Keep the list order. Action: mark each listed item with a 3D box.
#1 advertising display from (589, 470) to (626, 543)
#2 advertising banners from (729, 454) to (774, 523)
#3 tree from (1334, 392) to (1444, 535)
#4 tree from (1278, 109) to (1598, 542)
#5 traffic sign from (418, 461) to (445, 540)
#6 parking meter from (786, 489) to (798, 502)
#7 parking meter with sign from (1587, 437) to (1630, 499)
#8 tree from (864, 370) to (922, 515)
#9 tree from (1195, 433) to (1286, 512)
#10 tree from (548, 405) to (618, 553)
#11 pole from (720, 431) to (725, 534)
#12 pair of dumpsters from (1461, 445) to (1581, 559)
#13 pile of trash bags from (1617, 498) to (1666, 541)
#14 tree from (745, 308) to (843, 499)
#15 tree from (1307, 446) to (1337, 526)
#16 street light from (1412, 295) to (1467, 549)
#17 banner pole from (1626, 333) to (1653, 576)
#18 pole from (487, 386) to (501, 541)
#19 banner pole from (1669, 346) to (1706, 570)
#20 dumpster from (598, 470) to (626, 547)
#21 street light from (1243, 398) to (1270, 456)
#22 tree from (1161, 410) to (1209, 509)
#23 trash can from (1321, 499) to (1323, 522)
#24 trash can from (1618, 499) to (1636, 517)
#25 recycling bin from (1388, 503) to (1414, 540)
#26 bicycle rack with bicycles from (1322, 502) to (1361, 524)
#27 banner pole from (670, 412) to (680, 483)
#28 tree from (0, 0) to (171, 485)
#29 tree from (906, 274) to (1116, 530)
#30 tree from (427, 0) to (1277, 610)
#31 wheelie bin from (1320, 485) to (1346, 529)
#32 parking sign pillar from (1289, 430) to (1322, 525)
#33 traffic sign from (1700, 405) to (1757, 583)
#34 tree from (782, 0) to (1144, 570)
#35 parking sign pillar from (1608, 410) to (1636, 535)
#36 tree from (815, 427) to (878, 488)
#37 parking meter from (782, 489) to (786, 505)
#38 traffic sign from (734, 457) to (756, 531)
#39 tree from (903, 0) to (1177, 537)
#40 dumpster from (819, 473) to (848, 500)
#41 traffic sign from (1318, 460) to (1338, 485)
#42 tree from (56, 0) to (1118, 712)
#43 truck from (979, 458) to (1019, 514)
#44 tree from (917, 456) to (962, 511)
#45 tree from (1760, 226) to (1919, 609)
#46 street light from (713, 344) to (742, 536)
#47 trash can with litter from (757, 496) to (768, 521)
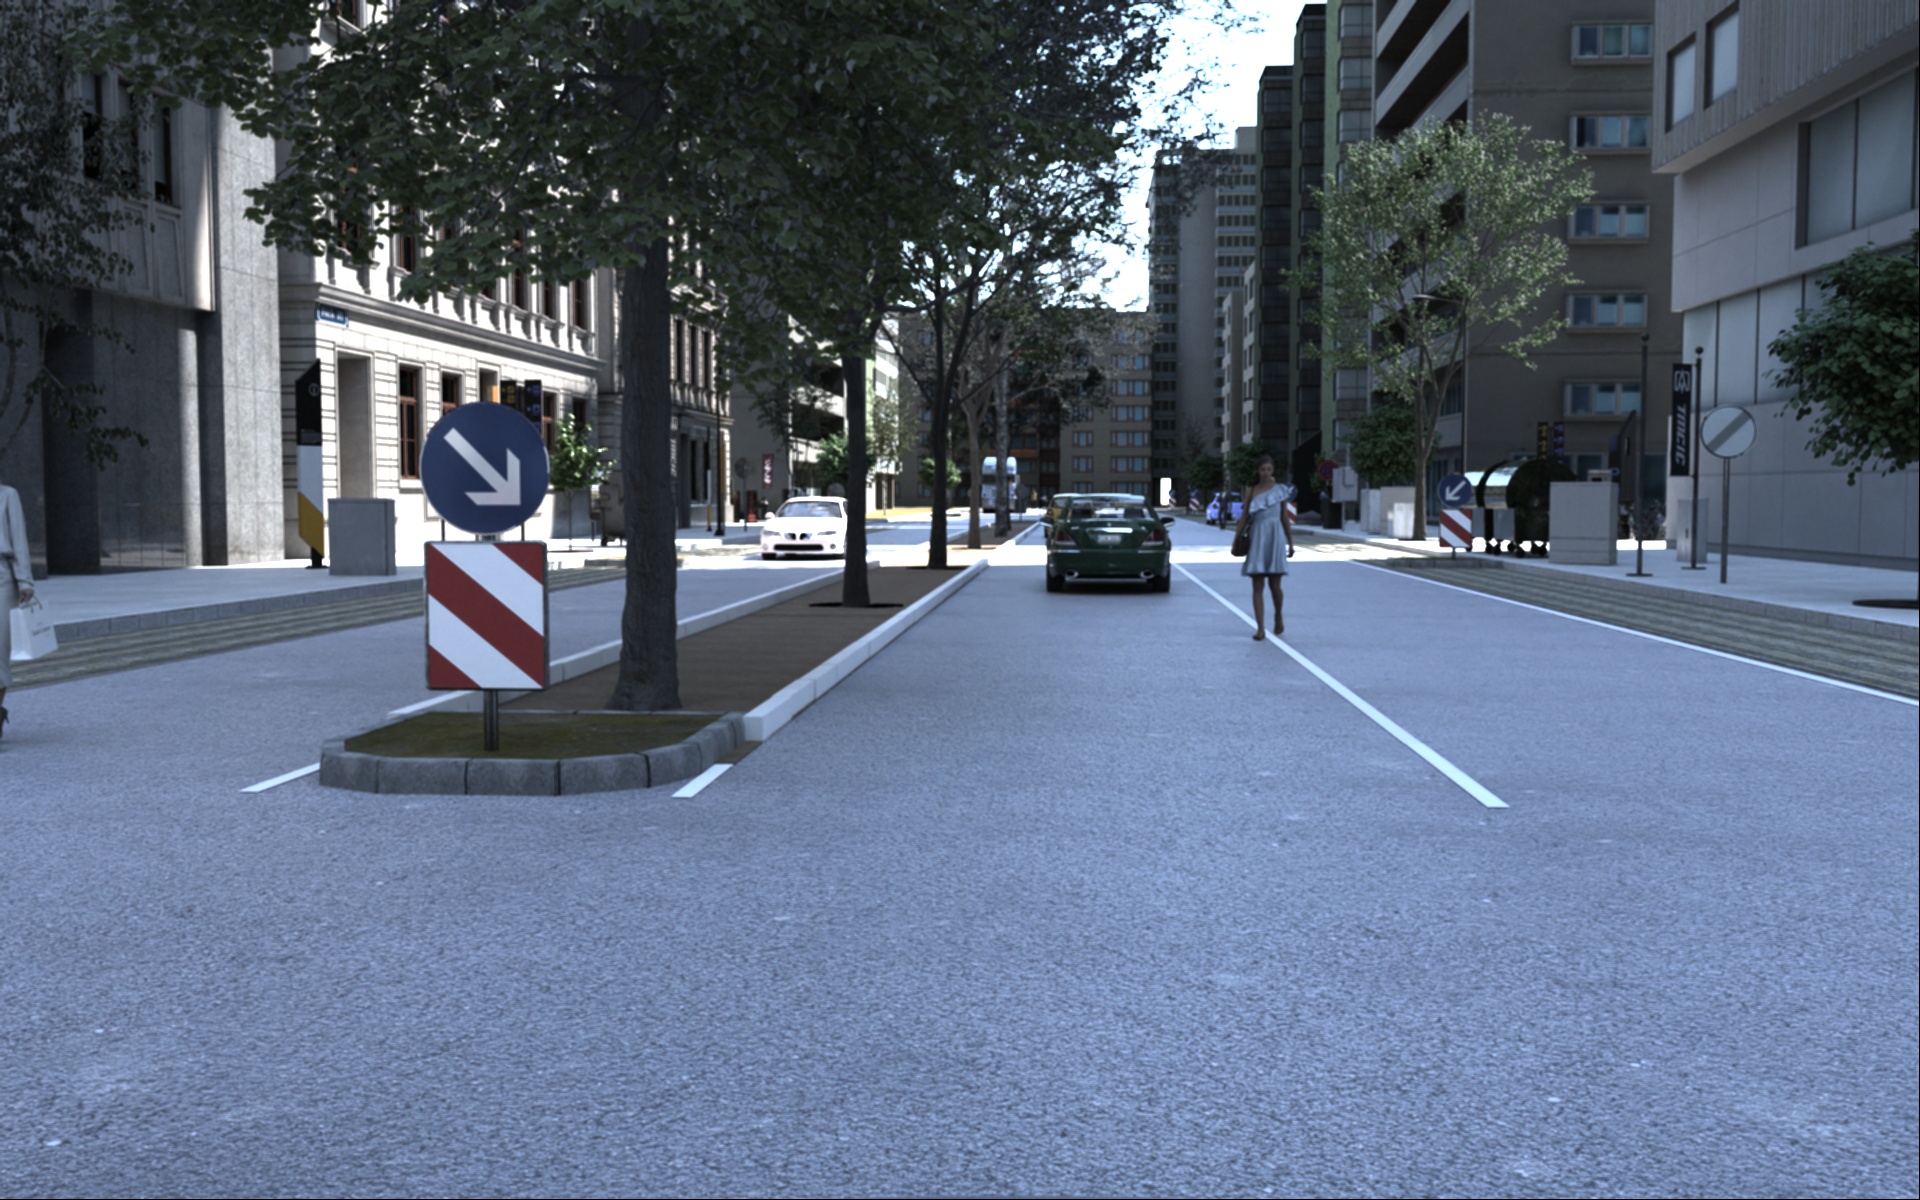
[{"bbox_3d":[-9.302,-2.482,45.788,0.974,1.923,0.123,0,4,3],"label":"advertising display"},{"bbox_3d":[-9.198,-4.898,76.266,2.074,3.025,0.090,0,4,2],"label":"advertising banners"},{"bbox_3d":[13.684,-4.376,55.269,4.285,4.588,4.351,0,3,0],"label":"tree"},{"bbox_3d":[12.640,-7.395,46.671,9.928,11.665,9.643,0,3,0],"label":"tree"},{"bbox_3d":[-8.869,-1.815,29.686,0.884,2.594,0.081,1,4,9],"label":"traffic sign"},{"bbox_3d":[-7.569,-4.323,79.098,0.372,1.533,0.369,0,3,0],"label":"parking meter"},{"bbox_3d":[19.806,-3.515,53.735,1.738,3.016,0.543,1,4,17],"label":"parking meter with sign"},{"bbox_3d":[-4.429,-9.390,103.894,4.737,8.622,4.395,0,3,0],"label":"tree"},{"bbox_3d":[15.619,-6.642,92.314,4.285,4.588,4.351,0,3,0],"label":"tree"},{"bbox_3d":[-8.558,-2.639,37.752,1.663,3.219,1.824,0,3,0],"label":"tree"},{"bbox_3d":[-7.706,-3.801,55.992,0.158,3.312,0.155,0,3,0],"label":"pole"},{"bbox_3d":[11.697,-2.072,36.368,1.574,2.255,4.437,0,4,4],"label":"pair of dumpsters"},{"bbox_3d":[18.413,-2.386,48.766,1.912,1.369,3.447,-3,5,-41],"label":"pile of trash bags"},{"bbox_3d":[-6.562,-7.186,67.854,4.360,8.622,3.978,0,3,0],"label":"tree"},{"bbox_3d":[14.592,-4.605,69.897,1.663,3.219,1.824,0,3,0],"label":"tree"},{"bbox_3d":[11.260,-4.164,40.618,1.470,5.913,1.316,0,4,4],"label":"street light"},{"bbox_3d":[10.734,-2.277,27.246,0.401,3.779,0.863,1,4,22],"label":"banner pole"},{"bbox_3d":[-8.823,-2.383,32.800,0.158,3.312,0.155,0,3,0],"label":"pole"},{"bbox_3d":[12.329,-2.407,29.375,0.863,3.779,0.401,-2,4,-27],"label":"banner pole"},{"bbox_3d":[-8.154,-2.270,42.870,1.264,1.857,1.865,0,4,4],"label":"dumpster"},{"bbox_3d":[14.318,-6.785,83.471,1.470,5.913,1.316,0,4,4],"label":"street light"},{"bbox_3d":[19.479,-12.083,147.923,4.360,8.622,3.978,0,3,0],"label":"tree"},{"bbox_3d":[16.427,-4.081,78.370,0.748,1.137,0.748,0,3,0],"label":"trash can"},{"bbox_3d":[19.384,-2.388,50.701,0.748,1.137,0.748,0,3,0],"label":"trash can"},{"bbox_3d":[12.590,-2.241,49.199,0.722,1.027,0.722,0,4,0],"label":"recycling bin"},{"bbox_3d":[16.772,-3.833,76.045,2.852,0.926,2.925,0,4,1],"label":"bicycle rack with bicycles"},{"bbox_3d":[-7.785,-3.457,46.542,0.401,3.779,0.863,-3,5,-43],"label":"banner pole"},{"bbox_3d":[-10.468,-4.171,18.553,4.360,8.622,3.978,0,3,0],"label":"tree"},{"bbox_3d":[1.918,-8.015,67.914,8.767,10.594,7.601,0,4,4],"label":"tree"},{"bbox_3d":[-1.292,-6.637,21.340,12.009,13.543,11.850,0,3,0],"label":"tree"},{"bbox_3d":[13.630,-3.400,63.490,0.980,1.594,0.693,-1,4,-17],"label":"wheelie bin"},{"bbox_3d":[14.490,-5.155,72.763,1.447,3.967,1.447,-1,4,-14],"label":"parking sign pillar"},{"bbox_3d":[10.989,-1.513,24.851,0.768,2.556,0.104,1,4,10],"label":"traffic sign"},{"bbox_3d":[-0.321,-6.373,32.405,9.928,11.665,9.643,0,3,0],"label":"tree"},{"bbox_3d":[21.094,-4.082,55.219,1.447,3.967,1.447,3,5,40],"label":"parking sign pillar"},{"bbox_3d":[-5.612,-6.176,84.685,4.285,4.588,4.351,0,3,0],"label":"tree"},{"bbox_3d":[-8.210,-4.483,81.701,0.372,1.533,0.369,0,3,0],"label":"parking meter"},{"bbox_3d":[-7.371,-3.629,59.433,0.768,2.556,0.104,0,4,8],"label":"traffic sign"},{"bbox_3d":[0.209,-12.182,57.529,12.611,20.169,13.585,0,3,0],"label":"tree"},{"bbox_3d":[-5.600,-4.670,78.843,1.502,2.255,1.985,0,4,4],"label":"dumpster"},{"bbox_3d":[13.913,-4.002,65.534,0.768,2.556,0.104,0,4,6],"label":"traffic sign"},{"bbox_3d":[-2.151,-5.565,11.576,7.486,12.596,7.792,0,3,0],"label":"tree"},{"bbox_3d":[3.303,-8.807,133.756,2.967,4.110,18.799,0,4,3],"label":"truck"},{"bbox_3d":[-1.467,-10.175,150.082,4.285,4.588,4.351,0,3,0],"label":"tree"},{"bbox_3d":[11.037,-2.207,19.796,4.285,4.588,4.351,0,3,0],"label":"tree"},{"bbox_3d":[-6.823,-4.906,52.753,1.470,5.913,1.316,0,4,4],"label":"street light"},{"bbox_3d":[-9.648,-4.344,82.415,1.055,1.170,0.624,0,4,-1],"label":"trash can with litter"}]
